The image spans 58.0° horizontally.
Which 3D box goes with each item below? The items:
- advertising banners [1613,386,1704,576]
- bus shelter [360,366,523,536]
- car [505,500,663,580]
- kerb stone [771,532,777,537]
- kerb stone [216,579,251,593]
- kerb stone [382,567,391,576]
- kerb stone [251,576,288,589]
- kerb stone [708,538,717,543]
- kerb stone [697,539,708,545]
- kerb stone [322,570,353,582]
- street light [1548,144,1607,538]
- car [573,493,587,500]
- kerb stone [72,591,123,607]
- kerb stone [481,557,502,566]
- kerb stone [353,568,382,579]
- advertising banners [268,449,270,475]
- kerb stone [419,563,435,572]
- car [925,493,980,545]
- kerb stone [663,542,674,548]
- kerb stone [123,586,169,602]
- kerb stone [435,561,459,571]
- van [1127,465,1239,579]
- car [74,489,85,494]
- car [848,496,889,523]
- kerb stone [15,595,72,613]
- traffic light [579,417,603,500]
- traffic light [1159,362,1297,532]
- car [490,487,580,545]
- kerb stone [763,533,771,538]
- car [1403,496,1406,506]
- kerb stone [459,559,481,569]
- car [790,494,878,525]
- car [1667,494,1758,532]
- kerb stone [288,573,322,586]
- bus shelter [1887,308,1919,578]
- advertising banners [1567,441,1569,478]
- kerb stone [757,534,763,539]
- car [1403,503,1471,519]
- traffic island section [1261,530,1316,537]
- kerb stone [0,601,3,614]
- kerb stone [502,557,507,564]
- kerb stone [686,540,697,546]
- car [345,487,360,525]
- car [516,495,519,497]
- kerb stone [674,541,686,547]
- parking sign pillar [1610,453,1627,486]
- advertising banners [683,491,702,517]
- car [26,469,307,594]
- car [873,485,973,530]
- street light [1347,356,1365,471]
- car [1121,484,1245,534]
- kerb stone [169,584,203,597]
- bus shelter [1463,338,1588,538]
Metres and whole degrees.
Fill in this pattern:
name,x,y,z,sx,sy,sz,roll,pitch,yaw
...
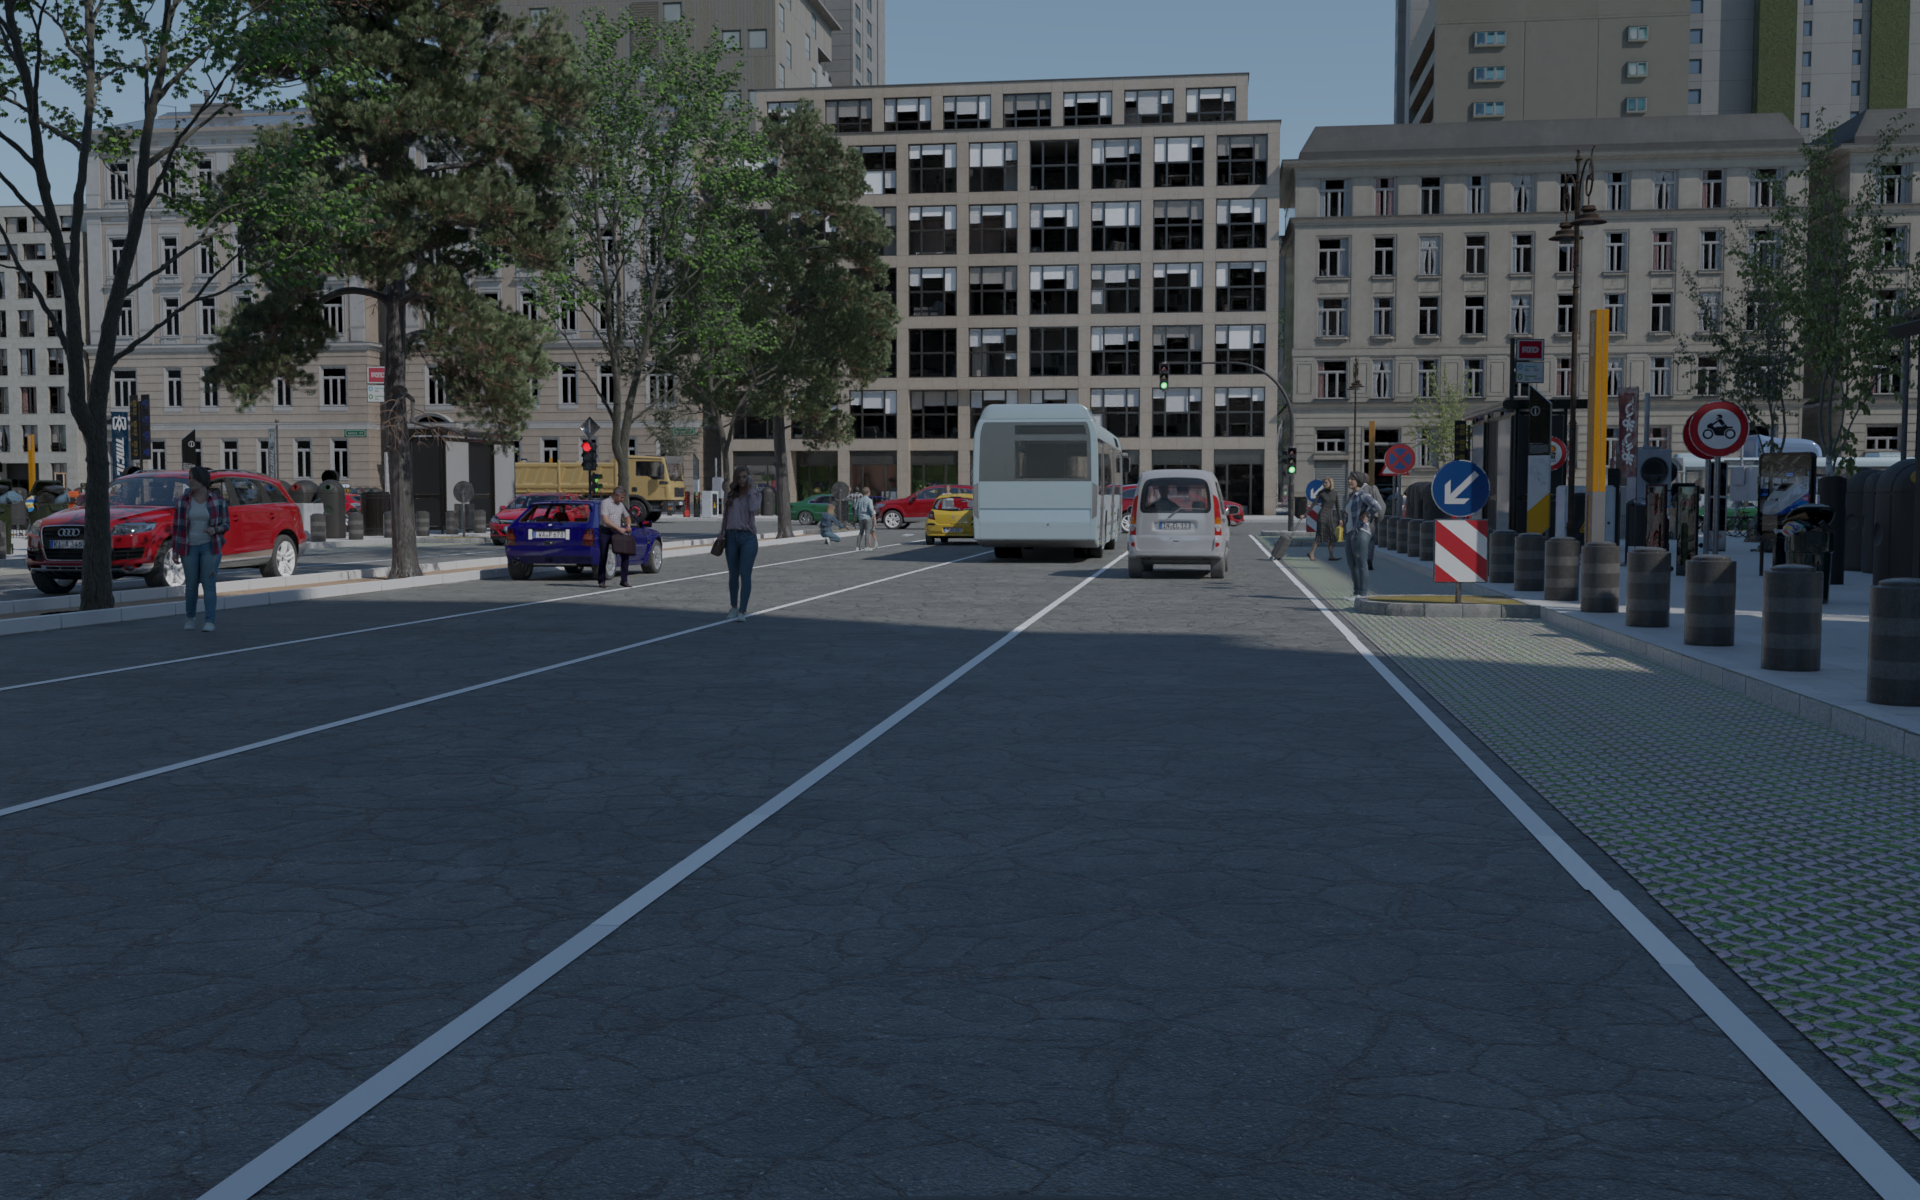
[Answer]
name,x,y,z,sx,sy,sz,roll,pitch,yaw
advertising banners,11.148,-1.925,27.662,0.090,3.025,2.074,-1,4,-16
bus shelter,-17.101,-4.843,56.809,2.179,5.291,8.768,1,4,8
car,-6.459,-1.076,30.168,1.945,1.354,3.894,0,4,8
kerb stone,-6.197,-2.121,56.880,0.120,0.150,1.000,1,4,8
kerb stone,-10.741,-0.188,25.343,0.120,0.150,1.000,1,4,8
kerb stone,-10.010,-0.503,30.424,0.120,0.150,1.000,1,4,8
kerb stone,-10.595,-0.253,26.361,0.120,0.150,1.000,1,4,8
kerb stone,-7.226,-1.682,49.755,0.120,0.150,1.000,1,4,8
kerb stone,-7.376,-1.621,48.736,0.120,0.150,1.000,1,4,8
kerb stone,-10.300,-0.379,28.392,0.120,0.150,1.000,1,4,8
street light,8.286,-3.094,23.375,0.468,5.910,1.993,1,4,8
car,-19.662,-4.478,82.251,4.494,1.783,2.155,1,4,9
kerb stone,-11.175,-0.006,22.288,0.120,0.150,1.000,1,4,8
kerb stone,-9.427,-0.750,34.486,0.120,0.150,1.000,1,4,8
kerb stone,-10.150,-0.441,29.407,0.120,0.150,1.000,1,4,8
advertising banners,-25.205,-4.062,62.603,0.090,3.025,2.074,0,4,3
kerb stone,-9.860,-0.564,31.439,0.120,0.150,1.000,1,4,8
car,0.088,-2.438,50.092,2.015,1.641,3.980,1,4,8
kerb stone,-7.812,-1.437,45.685,0.120,0.150,1.000,1,4,8
kerb stone,-11.029,-0.068,23.304,0.120,0.150,1.000,1,4,8
kerb stone,-9.718,-0.624,32.455,0.120,0.150,1.000,1,4,8
van,3.938,-1.457,30.840,2.013,2.044,4.112,1,4,10
car,-37.753,-4.134,76.623,4.494,1.783,2.155,0,4,7
car,-3.978,-4.493,86.041,3.894,1.354,1.945,0,4,6
kerb stone,-11.318,0.059,21.269,0.120,0.150,1.000,1,4,8
traffic light,-13.403,-4.517,62.778,0.839,4.253,0.868,1,4,8
traffic light,9.224,-5.183,59.407,4.771,5.953,1.251,1,4,8
car,-11.989,-2.483,49.639,2.155,1.783,4.494,0,4,7
kerb stone,-6.354,-2.056,55.860,0.120,0.150,1.000,1,4,8
car,21.648,-4.410,84.469,4.827,1.381,2.083,1,4,9
kerb stone,-9.565,-0.690,33.470,0.120,0.150,1.000,1,4,8
car,-5.598,-4.158,79.778,4.920,1.459,2.131,0,4,7
car,27.013,-2.982,60.551,4.920,1.459,2.131,1,4,10
kerb stone,-10.441,-0.317,27.376,0.120,0.150,1.000,1,4,8
bus shelter,9.421,-1.208,13.674,2.014,3.302,5.546,1,4,8
advertising banners,19.959,-3.688,56.495,0.090,3.025,2.074,1,4,11
kerb stone,-6.495,-1.997,54.840,0.120,0.150,1.000,1,4,8
car,19.138,-3.494,66.169,4.494,1.783,2.155,1,4,9
traffic island section,11.345,-2.268,59.359,2.009,0.180,2.903,1,4,8
kerb stone,-11.469,0.119,20.246,0.120,0.150,1.000,1,4,8
kerb stone,-9.274,-0.810,35.515,0.120,0.150,1.000,1,4,8
kerb stone,-7.514,-1.561,47.719,0.120,0.150,1.000,1,4,8
car,-26.388,-3.816,71.426,4.494,1.783,2.155,0,4,6
car,-20.752,-4.120,79.372,4.499,1.417,2.014,0,4,7
kerb stone,-7.669,-1.497,46.705,0.120,0.150,1.000,1,4,8
parking sign pillar,34.242,-6.175,89.435,1.447,3.967,1.447,2,4,24
advertising banners,-15.160,-6.112,96.119,0.090,3.025,2.074,3,5,40
car,-12.015,-1.090,26.495,2.281,1.827,5.304,0,4,7
car,-0.935,-3.781,70.491,5.304,1.827,2.281,1,4,10
street light,13.199,-5.206,57.902,0.468,5.910,1.993,1,4,8
car,7.748,-3.351,63.455,5.304,1.827,2.281,0,4,7
kerb stone,-10.887,-0.130,24.327,0.120,0.150,1.000,1,4,8
bus shelter,13.667,-3.965,42.464,2.179,5.291,8.768,0,4,8
